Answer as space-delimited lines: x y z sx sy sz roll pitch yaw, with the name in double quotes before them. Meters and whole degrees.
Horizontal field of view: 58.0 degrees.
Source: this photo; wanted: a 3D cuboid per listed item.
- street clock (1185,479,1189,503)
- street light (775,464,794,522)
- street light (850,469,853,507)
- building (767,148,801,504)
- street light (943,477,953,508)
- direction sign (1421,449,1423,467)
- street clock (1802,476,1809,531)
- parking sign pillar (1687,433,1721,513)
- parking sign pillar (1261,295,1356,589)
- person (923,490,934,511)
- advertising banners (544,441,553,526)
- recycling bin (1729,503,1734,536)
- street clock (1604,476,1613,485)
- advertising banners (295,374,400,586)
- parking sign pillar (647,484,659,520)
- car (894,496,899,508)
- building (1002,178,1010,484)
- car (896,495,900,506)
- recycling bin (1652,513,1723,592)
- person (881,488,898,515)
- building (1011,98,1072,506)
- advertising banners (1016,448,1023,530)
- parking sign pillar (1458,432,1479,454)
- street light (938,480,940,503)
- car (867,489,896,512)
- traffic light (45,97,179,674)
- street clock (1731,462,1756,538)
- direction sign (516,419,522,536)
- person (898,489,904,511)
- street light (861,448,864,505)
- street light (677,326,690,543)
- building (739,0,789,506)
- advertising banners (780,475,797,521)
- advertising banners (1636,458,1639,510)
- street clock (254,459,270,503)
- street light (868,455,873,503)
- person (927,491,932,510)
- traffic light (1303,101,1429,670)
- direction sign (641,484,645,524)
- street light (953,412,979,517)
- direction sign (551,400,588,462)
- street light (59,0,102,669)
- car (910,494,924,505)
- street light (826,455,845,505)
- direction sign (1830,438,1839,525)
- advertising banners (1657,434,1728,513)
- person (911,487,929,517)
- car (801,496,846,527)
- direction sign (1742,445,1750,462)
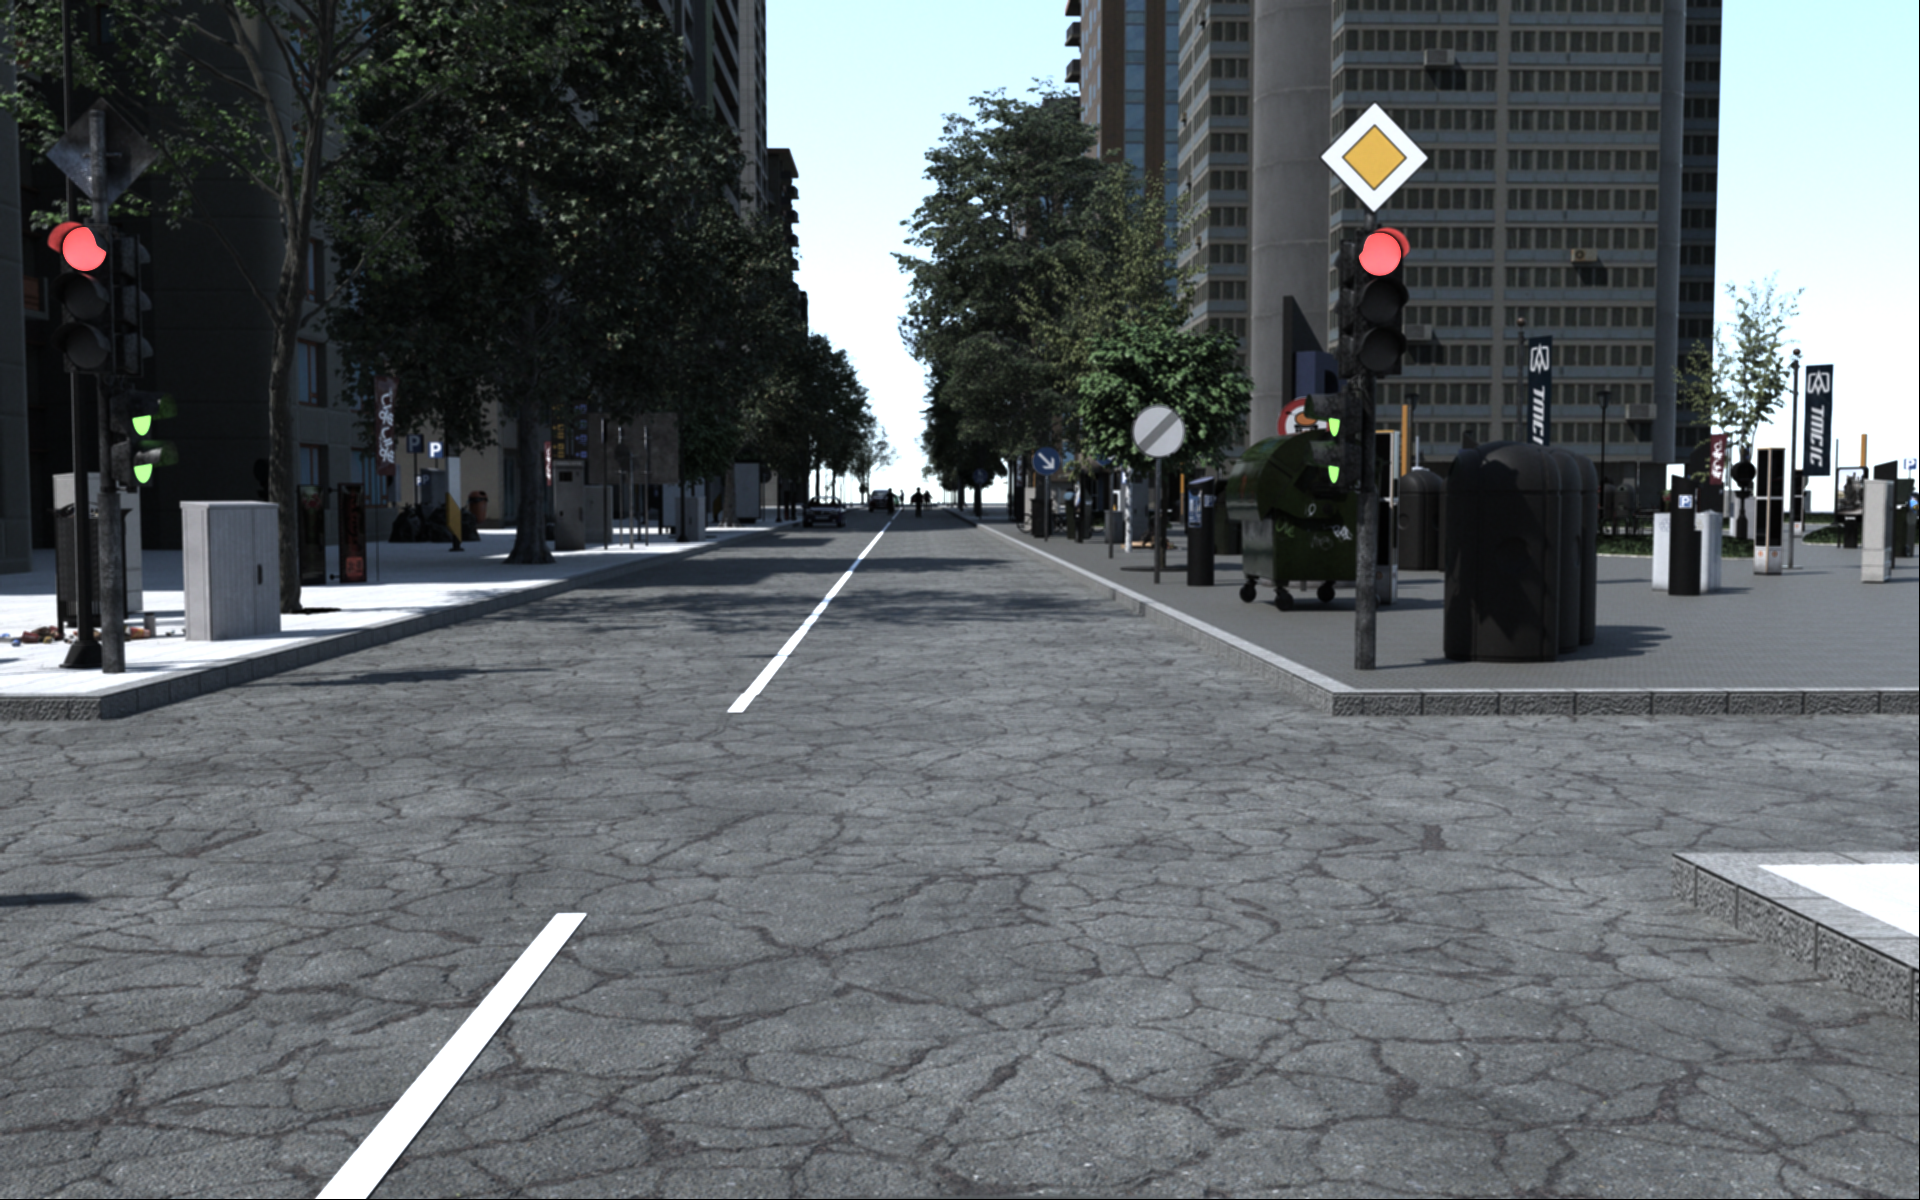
"street clock" 10.700 -4.704 81.478 0.471 2.002 0.358 1 4 19
"street light" -7.726 -6.503 78.871 1.470 5.913 1.316 0 4 -2
"street light" -9.816 -11.163 155.061 1.470 5.913 1.316 0 4 -2
"building" -31.298 -34.217 214.076 22.147 44.769 28.867 0 4 -2
"street light" -0.409 -9.697 131.080 1.470 5.913 1.316 0 4 -2
"direction sign" 23.334 -5.842 87.510 0.379 3.537 0.876 1 4 15
"street clock" 29.095 -3.383 59.878 0.471 2.002 0.358 -3 4 -38
"parking sign pillar" 33.057 -5.415 77.010 1.447 3.967 1.447 0 4 0
"parking sign pillar" 4.942 -2.178 24.075 1.447 3.967 1.447 3 4 36
"person" -2.894 -8.581 148.823 1.348 1.821 0.705 0 4 -3
"advertising banners" -13.073 -3.685 56.435 0.090 3.025 2.074 -3 4 -38
"recycling bin" 23.082 -2.342 50.842 0.722 1.027 0.722 3 5 43
"street clock" 26.601 -4.068 71.086 0.358 2.002 0.471 0 4 1
"advertising banners" -8.790 -1.758 24.935 0.090 3.025 2.074 2 4 26
"parking sign pillar" -14.983 -5.975 86.166 1.447 3.967 1.447 1 4 20
"car" -7.462 -10.733 184.284 1.959 1.807 4.718 0 4 -3
"building" 17.130 -35.357 232.710 22.147 44.769 28.867 0 4 -2
"car" -8.357 -12.266 212.917 2.083 1.381 4.827 0 4 -2
"recycling bin" 9.680 -0.642 23.047 0.722 1.027 0.722 3 4 36
"person" -4.855 -6.845 120.048 1.348 1.869 0.705 -2 4 -35
"building" 13.882 -33.444 196.925 14.600 45.320 14.200 0 4 -2
"advertising banners" 2.520 -4.043 62.286 0.090 3.025 2.074 2 4 35
"parking sign pillar" 22.034 -5.262 74.506 1.447 3.967 1.447 -2 4 -31
"street light" -1.302 -11.724 164.220 1.470 5.913 1.316 0 4 -2
"car" -6.319 -8.032 139.995 2.281 1.827 5.304 0 4 -1
"traffic light" -6.059 -1.431 12.317 0.839 4.253 0.868 0 4 -2
"street clock" 17.504 -2.090 38.742 0.471 2.002 0.358 0 4 -7
"direction sign" -13.251 -3.688 52.303 0.379 3.537 0.876 -2 4 -26
"person" -4.949 -8.317 144.358 0.599 1.838 0.709 -1 4 -13
"street light" -10.302 -12.237 172.609 1.470 5.913 1.316 0 4 -2
"street light" -6.809 -4.480 45.784 1.470 5.913 1.316 0 4 -2
"building" -29.359 -45.884 188.454 20.563 71.187 20.611 0 4 -2
"advertising banners" -8.453 -5.403 84.533 0.090 3.025 2.074 -2 4 -30
"advertising banners" 32.289 -5.283 82.557 0.090 3.025 2.074 1 4 23
"street clock" -14.228 -1.893 35.520 0.471 2.002 0.358 2 4 33
"street light" -11.081 -14.263 205.735 1.470 5.913 1.316 0 4 -2
"person" -2.844 -9.079 157.882 0.436 1.711 0.756 -3 5 -44
"traffic light" 2.949 -1.447 12.576 0.839 4.253 0.868 0 4 -2
"direction sign" -13.377 -4.970 73.249 0.876 3.537 0.379 2 4 33
"street light" 0.488 -7.650 97.612 1.470 5.913 1.316 0 4 -2
"direction sign" -9.379 -3.038 41.662 0.876 3.537 0.379 0 4 -3
"street light" -5.947 -2.456 12.696 1.470 5.913 1.316 0 4 -2
"car" -5.759 -13.668 232.507 2.155 1.783 4.494 0 4 -1
"street light" -8.876 -9.131 121.828 1.470 5.913 1.316 0 4 -2
"direction sign" 35.718 -4.808 70.609 0.379 3.537 0.876 2 4 30
"advertising banners" 21.520 -3.348 50.920 0.090 3.025 2.074 -3 5 -40
"person" -2.524 -6.006 106.330 1.348 1.869 0.705 3 4 37
"car" -5.925 -3.861 75.707 1.945 1.354 3.894 0 4 -1
"direction sign" 36.171 -5.375 79.885 0.379 3.537 0.876 0 4 -3
